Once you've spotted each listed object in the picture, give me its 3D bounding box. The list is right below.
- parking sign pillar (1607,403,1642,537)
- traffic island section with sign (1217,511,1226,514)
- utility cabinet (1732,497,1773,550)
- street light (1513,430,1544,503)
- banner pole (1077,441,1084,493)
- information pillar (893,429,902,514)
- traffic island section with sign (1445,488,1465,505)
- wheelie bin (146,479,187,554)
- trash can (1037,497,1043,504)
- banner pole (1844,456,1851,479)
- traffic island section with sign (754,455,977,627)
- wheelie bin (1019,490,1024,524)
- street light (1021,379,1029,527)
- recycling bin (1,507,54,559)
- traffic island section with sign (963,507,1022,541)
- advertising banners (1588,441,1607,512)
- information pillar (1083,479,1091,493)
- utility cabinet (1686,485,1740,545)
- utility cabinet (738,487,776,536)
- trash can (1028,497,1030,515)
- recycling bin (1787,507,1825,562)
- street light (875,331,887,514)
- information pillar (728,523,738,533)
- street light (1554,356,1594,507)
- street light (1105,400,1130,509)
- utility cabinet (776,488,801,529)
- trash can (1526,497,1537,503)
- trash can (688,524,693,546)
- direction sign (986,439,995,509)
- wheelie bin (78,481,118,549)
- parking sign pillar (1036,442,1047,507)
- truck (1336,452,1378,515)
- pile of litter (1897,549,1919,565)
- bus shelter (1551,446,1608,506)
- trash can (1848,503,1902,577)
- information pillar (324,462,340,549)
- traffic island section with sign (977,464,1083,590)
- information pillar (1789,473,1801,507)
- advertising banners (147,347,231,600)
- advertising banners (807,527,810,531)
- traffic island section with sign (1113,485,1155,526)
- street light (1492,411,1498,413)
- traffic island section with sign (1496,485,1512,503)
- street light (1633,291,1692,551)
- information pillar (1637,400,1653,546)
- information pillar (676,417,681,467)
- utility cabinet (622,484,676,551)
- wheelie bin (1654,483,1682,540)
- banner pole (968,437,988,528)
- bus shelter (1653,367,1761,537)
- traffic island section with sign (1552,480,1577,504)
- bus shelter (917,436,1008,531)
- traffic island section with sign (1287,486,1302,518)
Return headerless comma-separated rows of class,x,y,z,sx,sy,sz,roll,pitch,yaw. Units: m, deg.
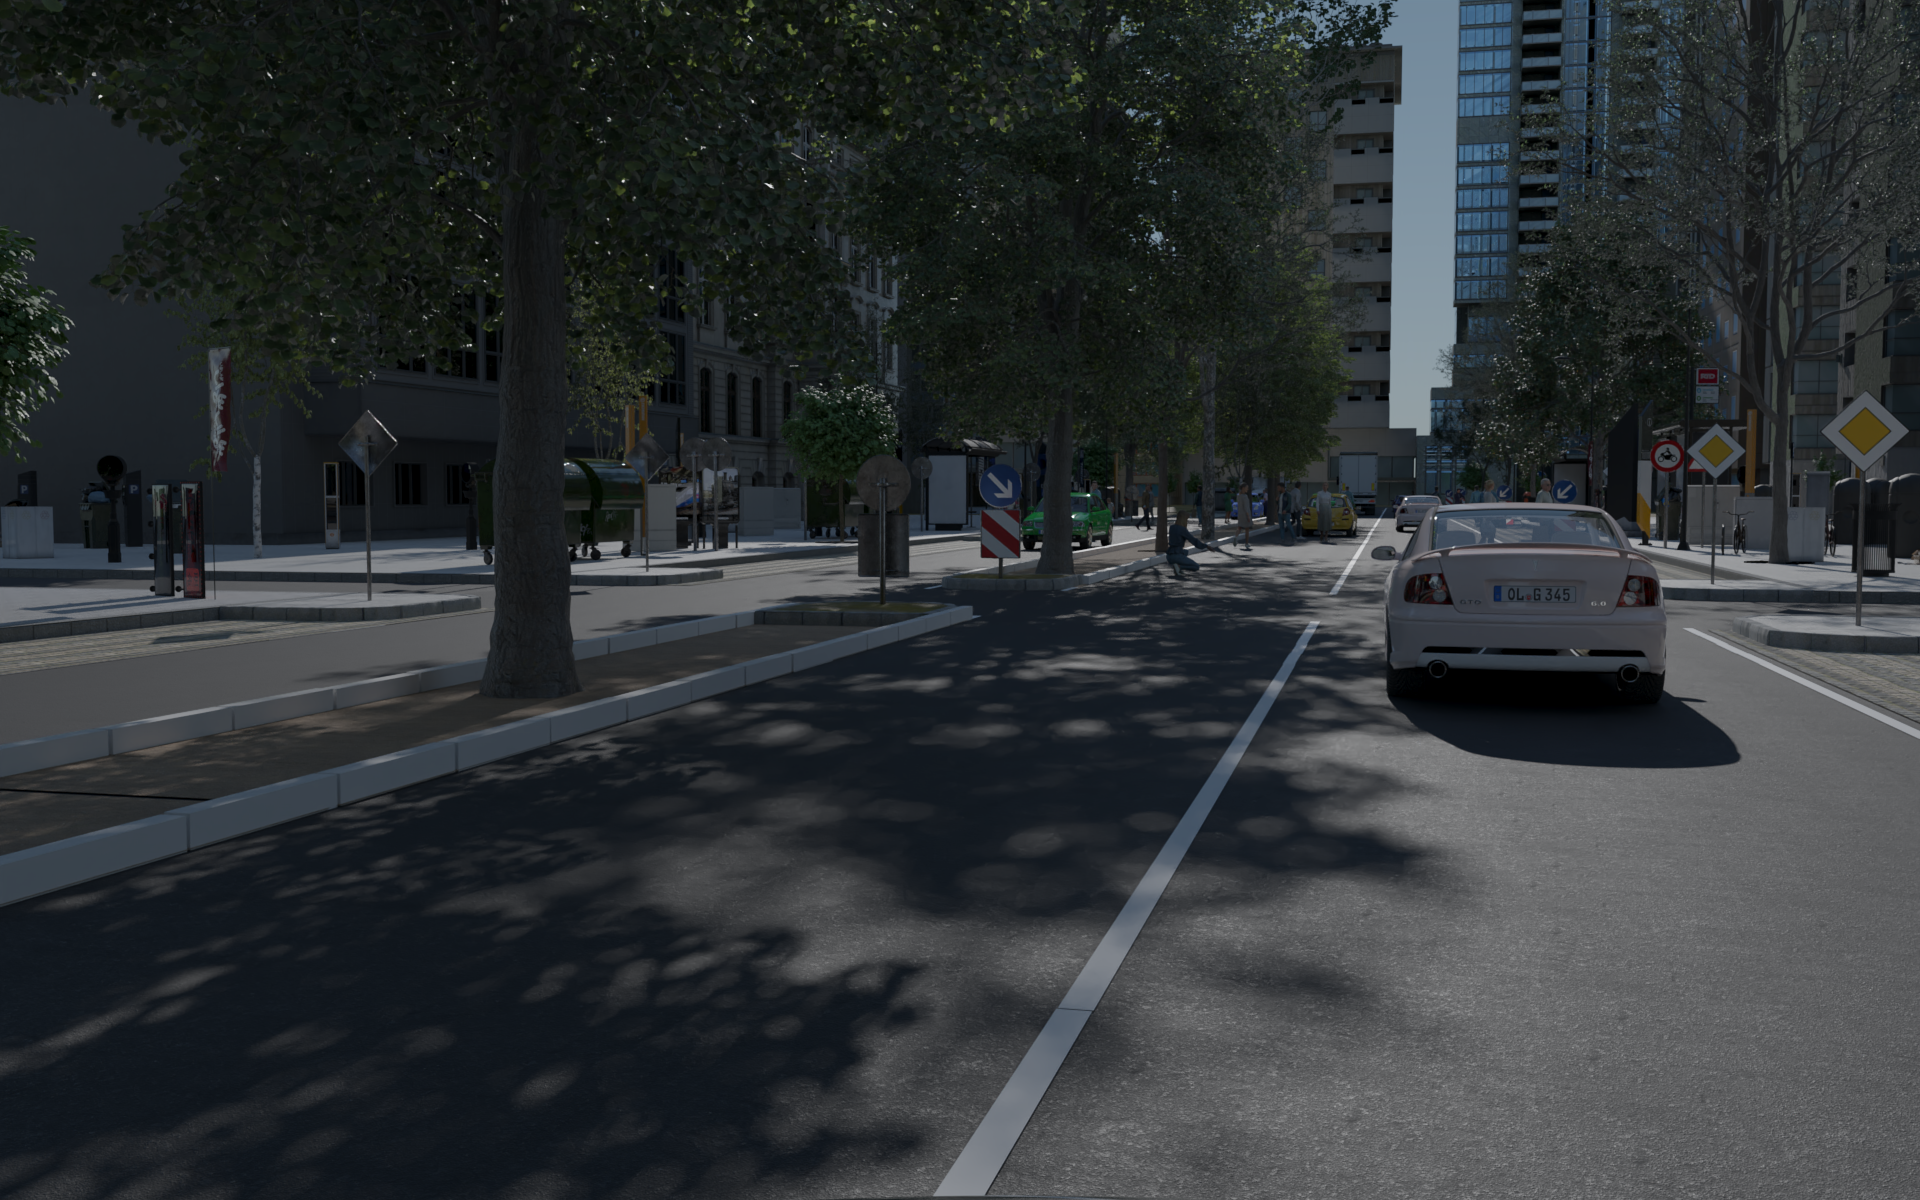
parking sign pillar,20.025,-3.890,52.076,1.447,3.967,1.447,-1,4,-12
traffic island section with sign,19.941,-7.254,127.226,1.989,1.847,2.006,1,4,14
utility cabinet,18.475,-1.771,40.110,1.020,1.237,0.306,1,4,16
street light,25.476,-6.412,77.385,1.470,5.913,1.316,1,4,14
banner pole,5.707,-5.636,82.164,0.401,3.779,0.863,-1,4,-19
information pillar,-2.239,-4.335,62.227,0.183,3.616,0.504,3,4,38
traffic island section with sign,35.667,-7.050,123.901,1.989,1.847,2.006,1,4,14
wheelie bin,-17.062,-1.808,37.461,0.980,1.594,0.693,-1,4,-9
trash can,3.810,-4.028,77.516,0.748,1.137,0.748,0,3,0
banner pole,39.757,-5.340,77.322,0.863,3.779,0.401,1,4,22
traffic island section with sign,-1.047,-0.700,19.578,2.006,1.907,1.989,1,4,14
wheelie bin,2.456,-4.058,74.251,0.693,1.594,0.980,-1,4,-17
street light,3.067,-5.793,67.260,1.470,5.913,1.316,1,4,14
recycling bin,-18.632,-1.349,34.609,0.722,1.027,0.722,3,4,38
traffic island section with sign,1.276,-2.708,52.904,1.989,1.847,2.006,1,4,14
advertising banners,20.640,-3.664,56.090,0.090,3.025,2.074,0,4,4
information pillar,6.330,-5.009,86.387,0.304,2.012,0.304,-1,4,-10
utility cabinet,18.601,-2.086,42.782,1.173,1.500,0.318,1,4,22
utility cabinet,-6.250,-2.708,52.962,0.318,1.500,1.173,3,5,44
trash can,3.806,-5.070,94.544,0.748,1.137,0.748,0,3,0
recycling bin,16.129,-1.258,33.124,0.722,1.027,0.722,2,4,26
street light,-1.791,-4.613,47.966,1.470,5.913,1.316,1,4,14
information pillar,-7.510,-3.231,57.317,0.304,2.012,0.304,1,4,8
street light,20.733,-5.255,58.459,1.470,5.913,1.316,1,4,14
street light,7.836,-6.950,86.180,1.470,5.913,1.316,1,4,14
utility cabinet,-6.404,-3.330,63.123,1.173,1.500,0.318,-1,4,-15
trash can,26.410,-4.156,79.596,0.748,1.137,0.748,0,3,0
trash can,-6.909,-1.924,43.105,0.748,1.137,0.748,0,3,0
direction sign,1.059,-4.729,69.309,0.876,3.537,0.379,-3,4,-37
wheelie bin,-20.297,-2.011,40.790,0.980,1.594,0.693,2,4,35
parking sign pillar,4.199,-5.826,83.726,1.447,3.967,1.447,-3,5,-45
truck,27.643,-8.049,120.508,2.839,4.237,11.283,1,4,12
pile of litter,17.978,-1.079,31.613,1.719,0.858,1.176,0,4,7
bus shelter,26.550,-4.932,74.554,2.014,3.302,5.546,1,4,14
trash can,14.238,-0.937,26.978,0.748,1.137,0.748,0,3,0
information pillar,-14.590,-2.187,40.244,0.304,2.012,0.304,-1,4,-14
traffic island section with sign,0.768,-1.139,26.760,2.006,1.907,1.989,1,4,14
information pillar,29.212,-3.432,60.601,0.304,2.012,0.304,1,4,15
advertising banners,-9.449,-1.534,21.261,2.074,3.025,0.090,3,5,39
advertising banners,-5.277,-3.969,61.074,0.090,3.025,2.074,0,4,2
traffic island section with sign,7.839,-4.307,79.051,1.989,1.847,2.006,1,4,14
street light,30.312,-7.578,96.435,1.470,5.913,1.316,1,4,14
traffic island section with sign,23.288,-4.036,74.624,1.989,1.847,2.006,1,4,14
street light,15.990,-4.094,39.485,1.470,5.913,1.316,1,4,14
information pillar,17.053,-3.166,43.112,0.504,3.616,0.183,-3,4,-36
information pillar,-8.588,-3.760,52.826,0.183,3.616,0.504,-1,4,-17
utility cabinet,-6.926,-1.829,38.581,1.173,1.500,0.318,-2,4,-35
wheelie bin,19.802,-2.476,48.398,0.693,1.594,0.980,1,4,13
banner pole,0.665,-4.678,66.499,0.863,3.779,0.401,0,4,-7
bus shelter,22.347,-4.590,52.680,2.179,5.291,8.768,1,4,14
traffic island section with sign,16.728,-2.437,48.476,1.989,1.847,2.006,1,4,14
bus shelter,0.141,-4.212,62.785,2.014,3.302,5.546,1,4,14
traffic island section with sign,19.067,-5.597,99.645,2.006,1.907,1.989,1,4,14
